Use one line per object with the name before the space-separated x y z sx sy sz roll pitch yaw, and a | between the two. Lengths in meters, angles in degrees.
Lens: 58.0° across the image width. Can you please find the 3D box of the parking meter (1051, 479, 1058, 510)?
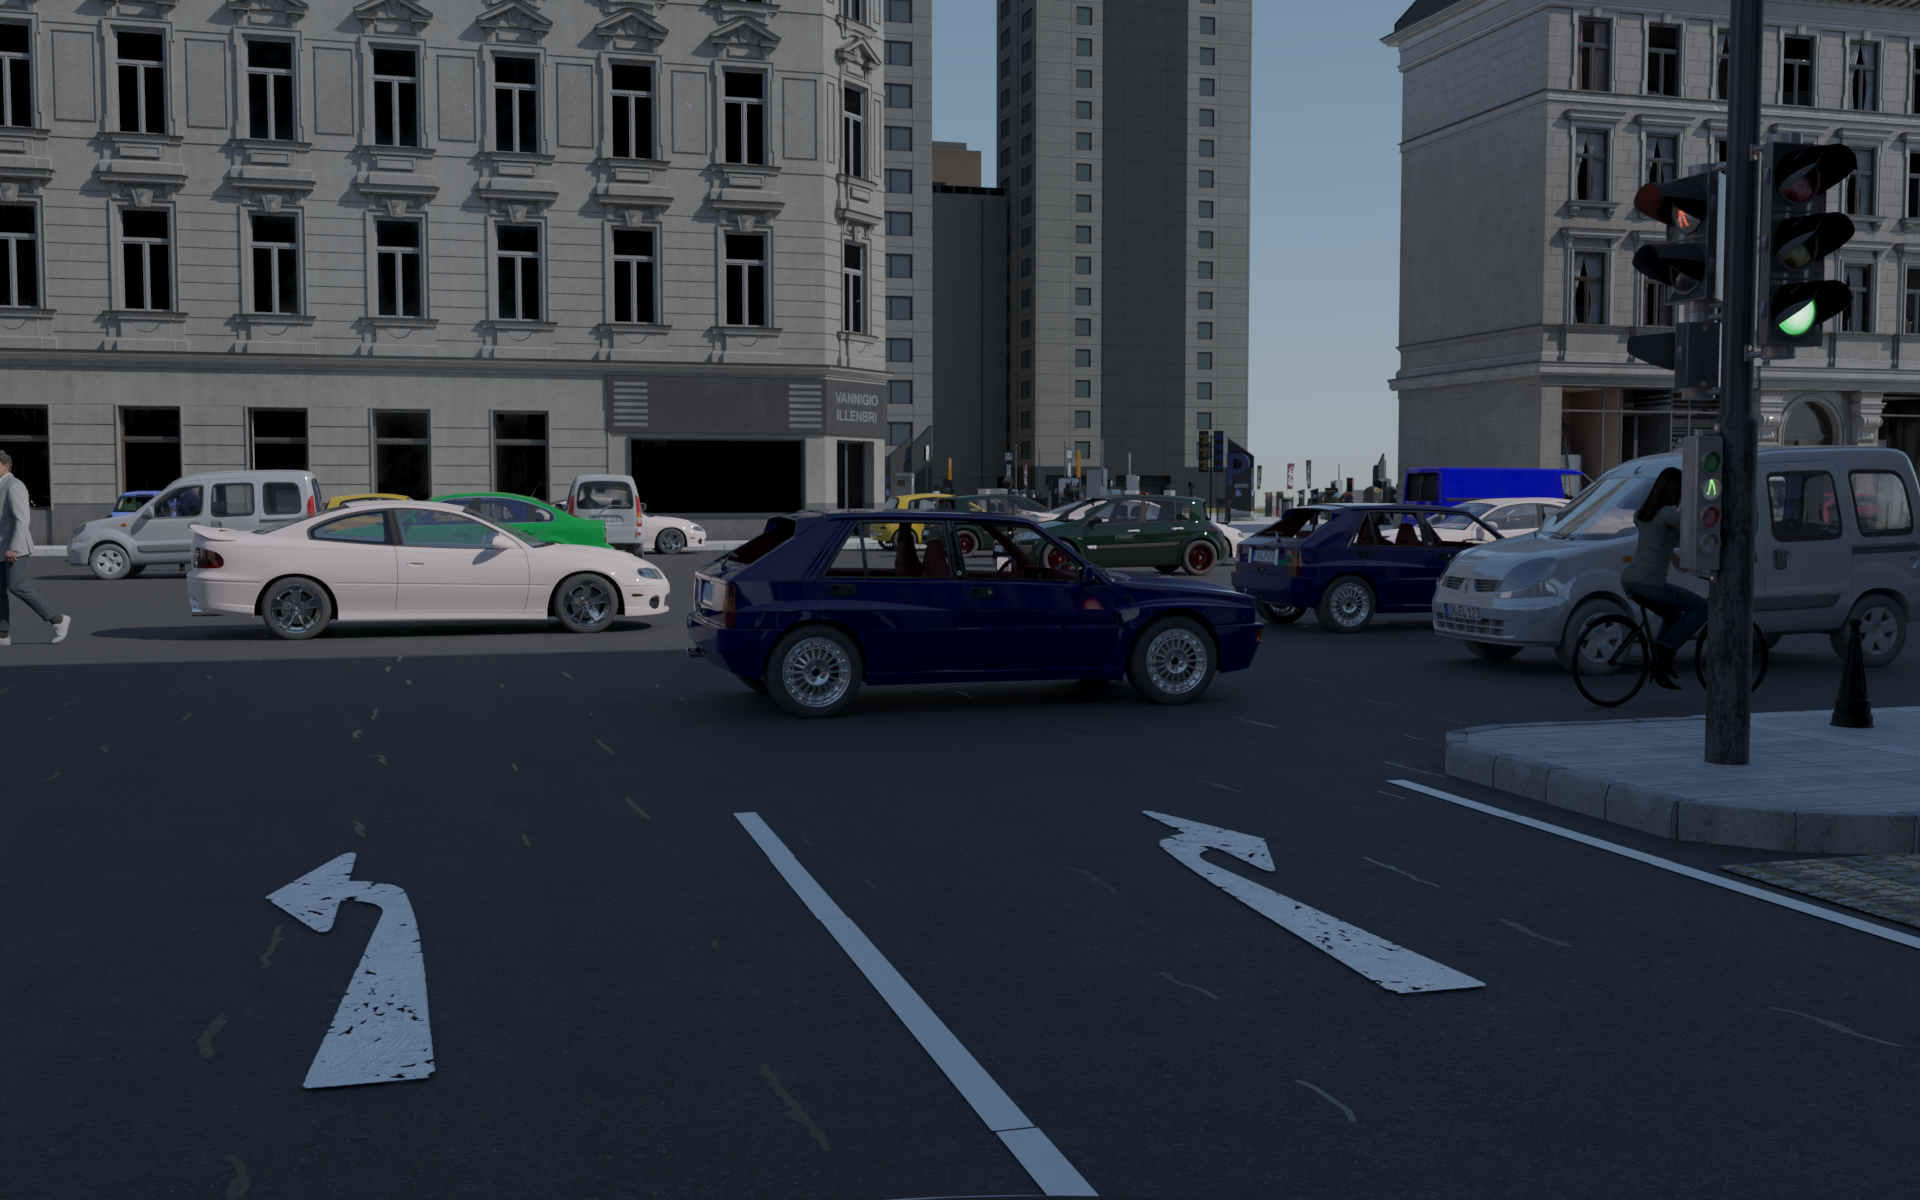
parking meter | 3.730 -3.747 66.980 0.399 1.863 0.255 -1 4 -10

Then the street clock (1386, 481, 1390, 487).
street clock | 22.904 -5.415 93.097 0.358 2.002 0.471 2 4 35

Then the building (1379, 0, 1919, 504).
building | 18.221 -12.683 58.280 40.483 20.767 10.553 -1 4 -16

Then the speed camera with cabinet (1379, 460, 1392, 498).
speed camera with cabinet | 23.642 -6.410 99.140 2.038 3.252 0.660 1 4 12

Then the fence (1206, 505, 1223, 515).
fence | 12.855 -4.625 91.000 2.069 0.683 0.278 -1 4 -11

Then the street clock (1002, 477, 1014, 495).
street clock | 2.079 -4.307 74.995 0.358 2.002 0.471 -3 5 -43

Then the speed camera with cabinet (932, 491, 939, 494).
speed camera with cabinet | -1.618 -6.569 101.738 2.038 3.252 0.660 -1 4 -15

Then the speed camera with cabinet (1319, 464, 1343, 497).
speed camera with cabinet | 24.589 -7.373 114.892 0.660 3.252 2.038 -1 4 -21

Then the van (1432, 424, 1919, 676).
van | 6.082 -0.470 14.703 4.112 2.044 2.013 -1 4 -15

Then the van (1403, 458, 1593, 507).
van | 13.026 -2.205 40.444 5.245 2.365 2.240 -1 4 -14

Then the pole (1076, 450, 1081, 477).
pole | 5.527 -5.324 80.882 0.158 3.312 0.155 0 3 0

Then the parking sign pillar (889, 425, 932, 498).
parking sign pillar | -1.639 -4.819 67.262 1.447 3.967 1.447 3 4 36

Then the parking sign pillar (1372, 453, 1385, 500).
parking sign pillar | 27.458 -7.658 113.682 1.447 3.967 1.447 2 4 30

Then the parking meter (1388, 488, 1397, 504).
parking meter | 18.056 -3.907 72.283 0.372 1.533 0.369 0 3 0

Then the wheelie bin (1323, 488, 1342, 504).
wheelie bin | 18.117 -4.679 84.411 0.980 1.594 0.693 2 4 25

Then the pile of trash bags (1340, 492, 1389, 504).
pile of trash bags | 16.723 -3.831 72.384 1.912 1.369 3.447 -1 4 -11

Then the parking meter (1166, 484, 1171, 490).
parking meter | 12.672 -6.089 105.264 0.255 1.863 0.399 0 4 4

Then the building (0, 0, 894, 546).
building | -24.352 -16.720 49.790 44.131 29.872 17.030 -1 4 -16

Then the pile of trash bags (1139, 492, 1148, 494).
pile of trash bags | 8.395 -5.070 92.641 3.447 1.369 1.912 0 4 6

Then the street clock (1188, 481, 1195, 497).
street clock | 13.052 -5.693 97.652 0.358 2.002 0.471 -1 4 -17

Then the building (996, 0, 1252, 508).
building | 13.741 -44.355 163.463 20.611 71.187 20.563 -1 4 -16

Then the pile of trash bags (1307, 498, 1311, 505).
pile of trash bags | 23.235 -6.198 111.086 1.912 1.369 3.447 1 4 18

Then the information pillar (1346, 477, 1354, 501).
information pillar | 17.184 -4.392 76.307 0.304 2.012 0.304 1 4 21

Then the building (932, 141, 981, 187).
building | -6.076 -34.760 218.431 14.200 45.320 14.600 -1 4 -16

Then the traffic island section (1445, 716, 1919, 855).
traffic island section | 3.680 0.854 8.316 2.009 0.180 2.903 -1 4 -16

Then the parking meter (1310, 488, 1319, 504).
parking meter | 14.812 -3.918 72.466 0.372 1.533 0.369 0 3 0

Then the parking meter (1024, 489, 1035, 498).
parking meter | 3.615 -4.883 88.246 0.372 1.533 0.369 0 3 0

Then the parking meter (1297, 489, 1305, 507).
parking meter | 16.241 -4.534 82.539 0.372 1.533 0.369 0 3 0

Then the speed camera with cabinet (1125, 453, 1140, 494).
speed camera with cabinet | 8.231 -5.408 82.750 0.660 3.252 2.038 1 4 9

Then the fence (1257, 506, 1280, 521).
fence | 14.991 -4.211 84.228 0.278 0.683 2.069 -1 4 -22

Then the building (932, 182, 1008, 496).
building | -4.172 -23.974 163.680 14.107 30.474 14.160 -1 4 -16

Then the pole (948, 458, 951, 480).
pole | -0.574 -6.427 98.929 0.158 3.312 0.155 0 3 0

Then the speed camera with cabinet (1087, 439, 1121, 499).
speed camera with cabinet | 5.251 -4.216 63.272 0.660 3.252 2.038 2 4 26

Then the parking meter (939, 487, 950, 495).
parking meter | -0.533 -3.200 60.727 0.372 1.533 0.369 0 3 0

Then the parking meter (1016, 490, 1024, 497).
parking meter | 3.302 -5.057 91.094 0.372 1.533 0.369 0 3 0

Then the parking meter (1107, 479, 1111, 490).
parking meter | 5.497 -3.658 65.511 0.399 1.863 0.255 1 4 8

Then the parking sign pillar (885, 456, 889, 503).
parking sign pillar | -2.912 -5.691 81.523 1.447 3.967 1.447 -3 5 -43

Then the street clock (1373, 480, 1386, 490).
street clock | 21.750 -5.231 90.094 0.471 2.002 0.358 1 4 22

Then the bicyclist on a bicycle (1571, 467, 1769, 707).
bicyclist on a bicycle | 4.843 -0.106 11.751 1.625 1.676 1.499 -1 4 -17

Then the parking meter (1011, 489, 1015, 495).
parking meter | 2.905 -5.089 91.619 0.372 1.533 0.369 0 3 0

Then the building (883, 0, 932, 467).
building | -14.403 -41.607 118.524 20.563 71.187 20.611 -1 4 -16

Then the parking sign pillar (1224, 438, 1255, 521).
parking sign pillar | 13.322 -5.749 82.473 1.447 3.967 1.447 2 4 28

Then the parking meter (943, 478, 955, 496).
parking meter | -0.407 -3.522 63.302 0.399 1.863 0.255 1 4 13
